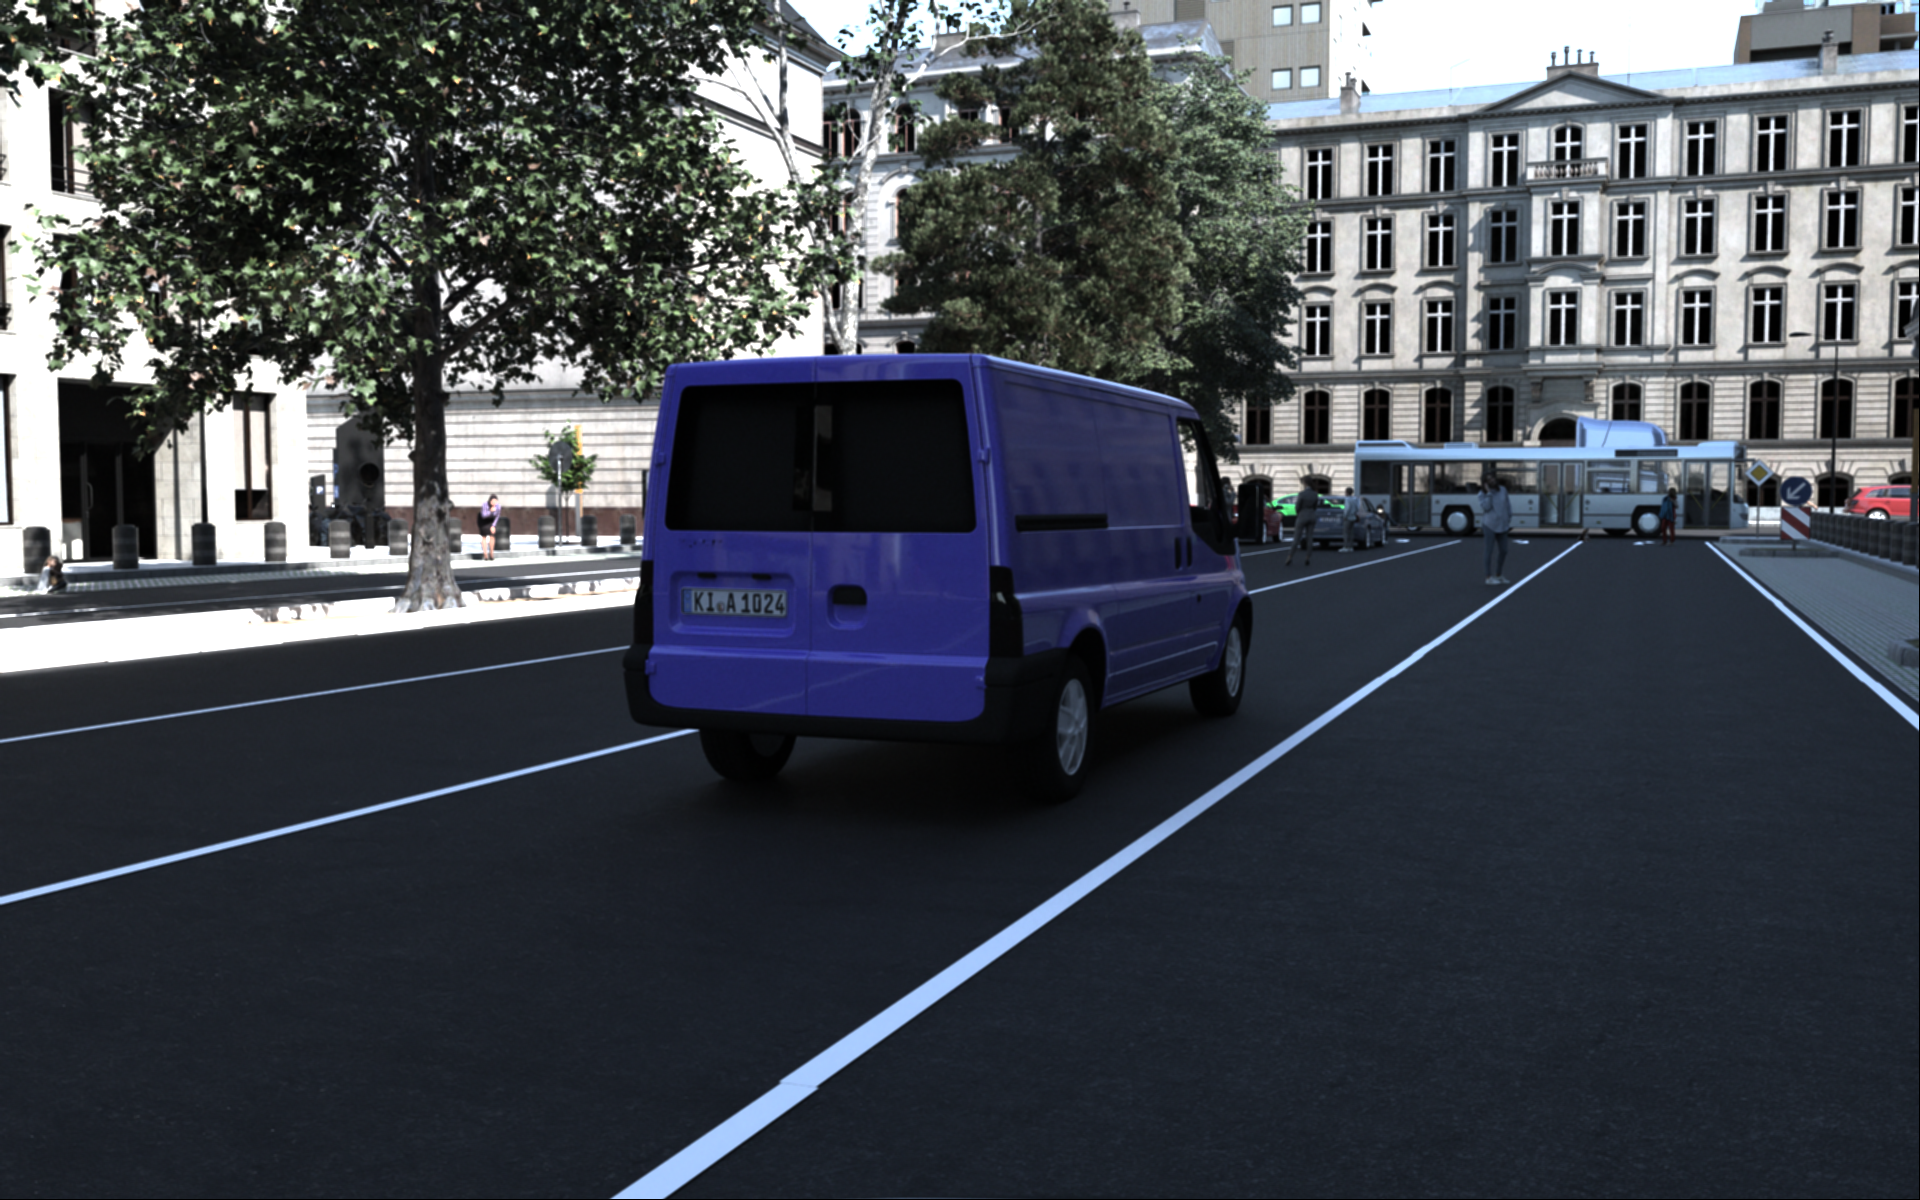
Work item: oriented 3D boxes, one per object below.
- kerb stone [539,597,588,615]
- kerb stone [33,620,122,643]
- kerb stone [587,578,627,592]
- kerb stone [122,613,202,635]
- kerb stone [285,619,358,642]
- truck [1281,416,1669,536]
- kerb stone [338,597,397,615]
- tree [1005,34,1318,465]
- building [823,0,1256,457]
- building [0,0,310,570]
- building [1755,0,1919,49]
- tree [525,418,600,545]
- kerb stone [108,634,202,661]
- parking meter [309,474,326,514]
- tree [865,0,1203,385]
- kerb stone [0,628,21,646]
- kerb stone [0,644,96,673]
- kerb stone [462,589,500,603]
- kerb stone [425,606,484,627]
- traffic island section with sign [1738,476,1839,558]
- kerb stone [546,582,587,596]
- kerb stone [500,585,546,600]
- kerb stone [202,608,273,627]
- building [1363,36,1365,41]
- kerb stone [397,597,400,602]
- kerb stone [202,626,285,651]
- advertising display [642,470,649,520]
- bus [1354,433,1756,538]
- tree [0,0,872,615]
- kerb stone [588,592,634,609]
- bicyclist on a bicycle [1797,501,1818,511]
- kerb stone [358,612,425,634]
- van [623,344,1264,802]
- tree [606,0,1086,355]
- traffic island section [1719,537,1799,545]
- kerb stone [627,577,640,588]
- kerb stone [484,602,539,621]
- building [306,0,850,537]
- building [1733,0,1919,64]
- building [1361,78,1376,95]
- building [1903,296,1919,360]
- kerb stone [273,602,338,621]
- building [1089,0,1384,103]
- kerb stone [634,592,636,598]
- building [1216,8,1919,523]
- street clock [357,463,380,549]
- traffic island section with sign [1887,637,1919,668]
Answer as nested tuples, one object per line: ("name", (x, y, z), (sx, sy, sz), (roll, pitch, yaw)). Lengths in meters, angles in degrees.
("kerb stone", (-4.880, 0.079, 21.032), (0.120, 0.150, 1.000), (1, 4, 22))
("kerb stone", (-8.733, 0.315, 17.047), (0.120, 0.150, 1.000), (1, 4, 22))
("kerb stone", (-5.302, -0.209, 25.653), (0.120, 0.150, 1.000), (1, 4, 22))
("kerb stone", (-8.343, 0.257, 18.004), (0.120, 0.150, 1.000), (1, 4, 22))
("kerb stone", (-6.405, 0.305, 17.213), (0.120, 0.150, 1.000), (1, 4, 22))
("truck", (16.354, -4.470, 62.842), (18.799, 4.110, 2.967), (1, 4, 22))
("kerb stone", (-7.203, 0.081, 20.866), (0.120, 0.150, 1.000), (1, 4, 22))
("tree", (5.647, -8.588, 49.526), (9.857, 13.997, 8.962), (0, 3, 0))
("building", (3.770, -19.005, 98.125), (23.554, 28.519, 14.401), (1, 4, 22))
("building", (-21.383, -10.679, 29.359), (10.420, 20.320, 16.860), (1, 4, 22))
("building", (90.199, -52.778, 175.588), (22.319, 86.520, 31.000), (1, 4, 22))
("tree", (-9.892, -3.024, 44.040), (1.663, 3.219, 1.824), (0, 3, 0))
("kerb stone", (-7.158, 0.422, 15.304), (0.120, 0.150, 1.000), (1, 4, 22))
("parking meter", (-18.891, -2.767, 50.956), (0.399, 1.863, 0.255), (-3, 5, -43))
("tree", (1.753, -8.049, 41.481), (7.806, 13.903, 7.818), (0, 3, 0))
("kerb stone", (-9.109, 0.374, 16.082), (0.120, 0.150, 1.000), (1, 4, 22))
("kerb stone", (-7.544, 0.480, 14.353), (0.120, 0.150, 1.000), (1, 4, 22))
("kerb stone", (-6.446, -0.033, 22.775), (0.120, 0.150, 1.000), (1, 4, 22))
("kerb stone", (-5.644, 0.188, 19.125), (0.120, 0.150, 1.000), (1, 4, 22))
("traffic island section with sign", (19.018, -1.907, 39.800), (1.989, 1.847, 2.006), (1, 4, 22))
("kerb stone", (-5.687, -0.146, 24.701), (0.120, 0.150, 1.000), (1, 4, 22))
("kerb stone", (-6.059, -0.094, 23.739), (0.120, 0.150, 1.000), (1, 4, 22))
("kerb stone", (-7.971, 0.198, 18.960), (0.120, 0.150, 1.000), (1, 4, 22))
("building", (47.208, -49.961, 255.121), (20.611, 71.187, 20.563), (1, 4, 22))
("kerb stone", (-6.826, 0.023, 21.821), (0.120, 0.150, 1.000), (1, 4, 22))
("kerb stone", (-6.775, 0.363, 16.256), (0.120, 0.150, 1.000), (1, 4, 22))
("advertising display", (-8.391, -2.542, 46.776), (0.123, 1.923, 0.974), (0, 4, 5))
("bus", (20.085, -3.860, 57.971), (13.247, 3.499, 2.948), (1, 4, 22))
("tree", (-6.336, -6.188, 20.632), (9.611, 12.733, 9.660), (0, 3, 0))
("kerb stone", (-4.499, 0.018, 21.988), (0.120, 0.150, 1.000), (1, 4, 22))
("bicyclist on a bicycle", (31.048, -3.273, 63.534), (1.625, 1.676, 1.499), (1, 4, 23))
("kerb stone", (-6.011, 0.248, 18.161), (0.120, 0.150, 1.000), (1, 4, 22))
("van", (0.289, -0.338, 9.919), (2.240, 2.365, 5.245), (1, 4, 22))
("tree", (-2.840, -10.609, 31.810), (12.611, 20.169, 13.585), (0, 3, 0))
("traffic island section", (23.203, -1.717, 50.354), (2.009, 0.180, 2.903), (1, 4, 22))
("kerb stone", (-4.920, -0.270, 26.606), (0.120, 0.150, 1.000), (1, 4, 22))
("kerb stone", (-5.261, 0.129, 20.078), (0.120, 0.150, 1.000), (1, 4, 22))
("building", (-14.685, -11.845, 58.291), (19.286, 19.102, 10.561), (1, 4, 22))
("building", (77.615, -31.037, 157.563), (14.600, 45.320, 14.200), (1, 4, 22))
("building", (35.945, -35.603, 201.719), (30.456, 49.044, 23.786), (1, 4, 22))
("building", (28.525, -15.255, 35.323), (13.634, 28.700, 20.117), (1, 4, 22))
("kerb stone", (-7.586, 0.143, 19.912), (0.120, 0.150, 1.000), (1, 4, 22))
("building", (24.122, -35.306, 166.484), (28.713, 52.752, 27.495), (1, 4, 22))
("kerb stone", (-4.118, -0.046, 22.944), (0.120, 0.150, 1.000), (1, 4, 22))
("building", (30.819, -16.413, 87.430), (34.723, 24.649, 14.460), (1, 4, 22))
("street clock", (-13.707, -2.177, 40.160), (0.471, 2.002, 0.358), (-3, 4, -36))
("traffic island section with sign", (8.891, -0.350, 14.356), (1.989, 1.847, 2.006), (1, 4, 22))
